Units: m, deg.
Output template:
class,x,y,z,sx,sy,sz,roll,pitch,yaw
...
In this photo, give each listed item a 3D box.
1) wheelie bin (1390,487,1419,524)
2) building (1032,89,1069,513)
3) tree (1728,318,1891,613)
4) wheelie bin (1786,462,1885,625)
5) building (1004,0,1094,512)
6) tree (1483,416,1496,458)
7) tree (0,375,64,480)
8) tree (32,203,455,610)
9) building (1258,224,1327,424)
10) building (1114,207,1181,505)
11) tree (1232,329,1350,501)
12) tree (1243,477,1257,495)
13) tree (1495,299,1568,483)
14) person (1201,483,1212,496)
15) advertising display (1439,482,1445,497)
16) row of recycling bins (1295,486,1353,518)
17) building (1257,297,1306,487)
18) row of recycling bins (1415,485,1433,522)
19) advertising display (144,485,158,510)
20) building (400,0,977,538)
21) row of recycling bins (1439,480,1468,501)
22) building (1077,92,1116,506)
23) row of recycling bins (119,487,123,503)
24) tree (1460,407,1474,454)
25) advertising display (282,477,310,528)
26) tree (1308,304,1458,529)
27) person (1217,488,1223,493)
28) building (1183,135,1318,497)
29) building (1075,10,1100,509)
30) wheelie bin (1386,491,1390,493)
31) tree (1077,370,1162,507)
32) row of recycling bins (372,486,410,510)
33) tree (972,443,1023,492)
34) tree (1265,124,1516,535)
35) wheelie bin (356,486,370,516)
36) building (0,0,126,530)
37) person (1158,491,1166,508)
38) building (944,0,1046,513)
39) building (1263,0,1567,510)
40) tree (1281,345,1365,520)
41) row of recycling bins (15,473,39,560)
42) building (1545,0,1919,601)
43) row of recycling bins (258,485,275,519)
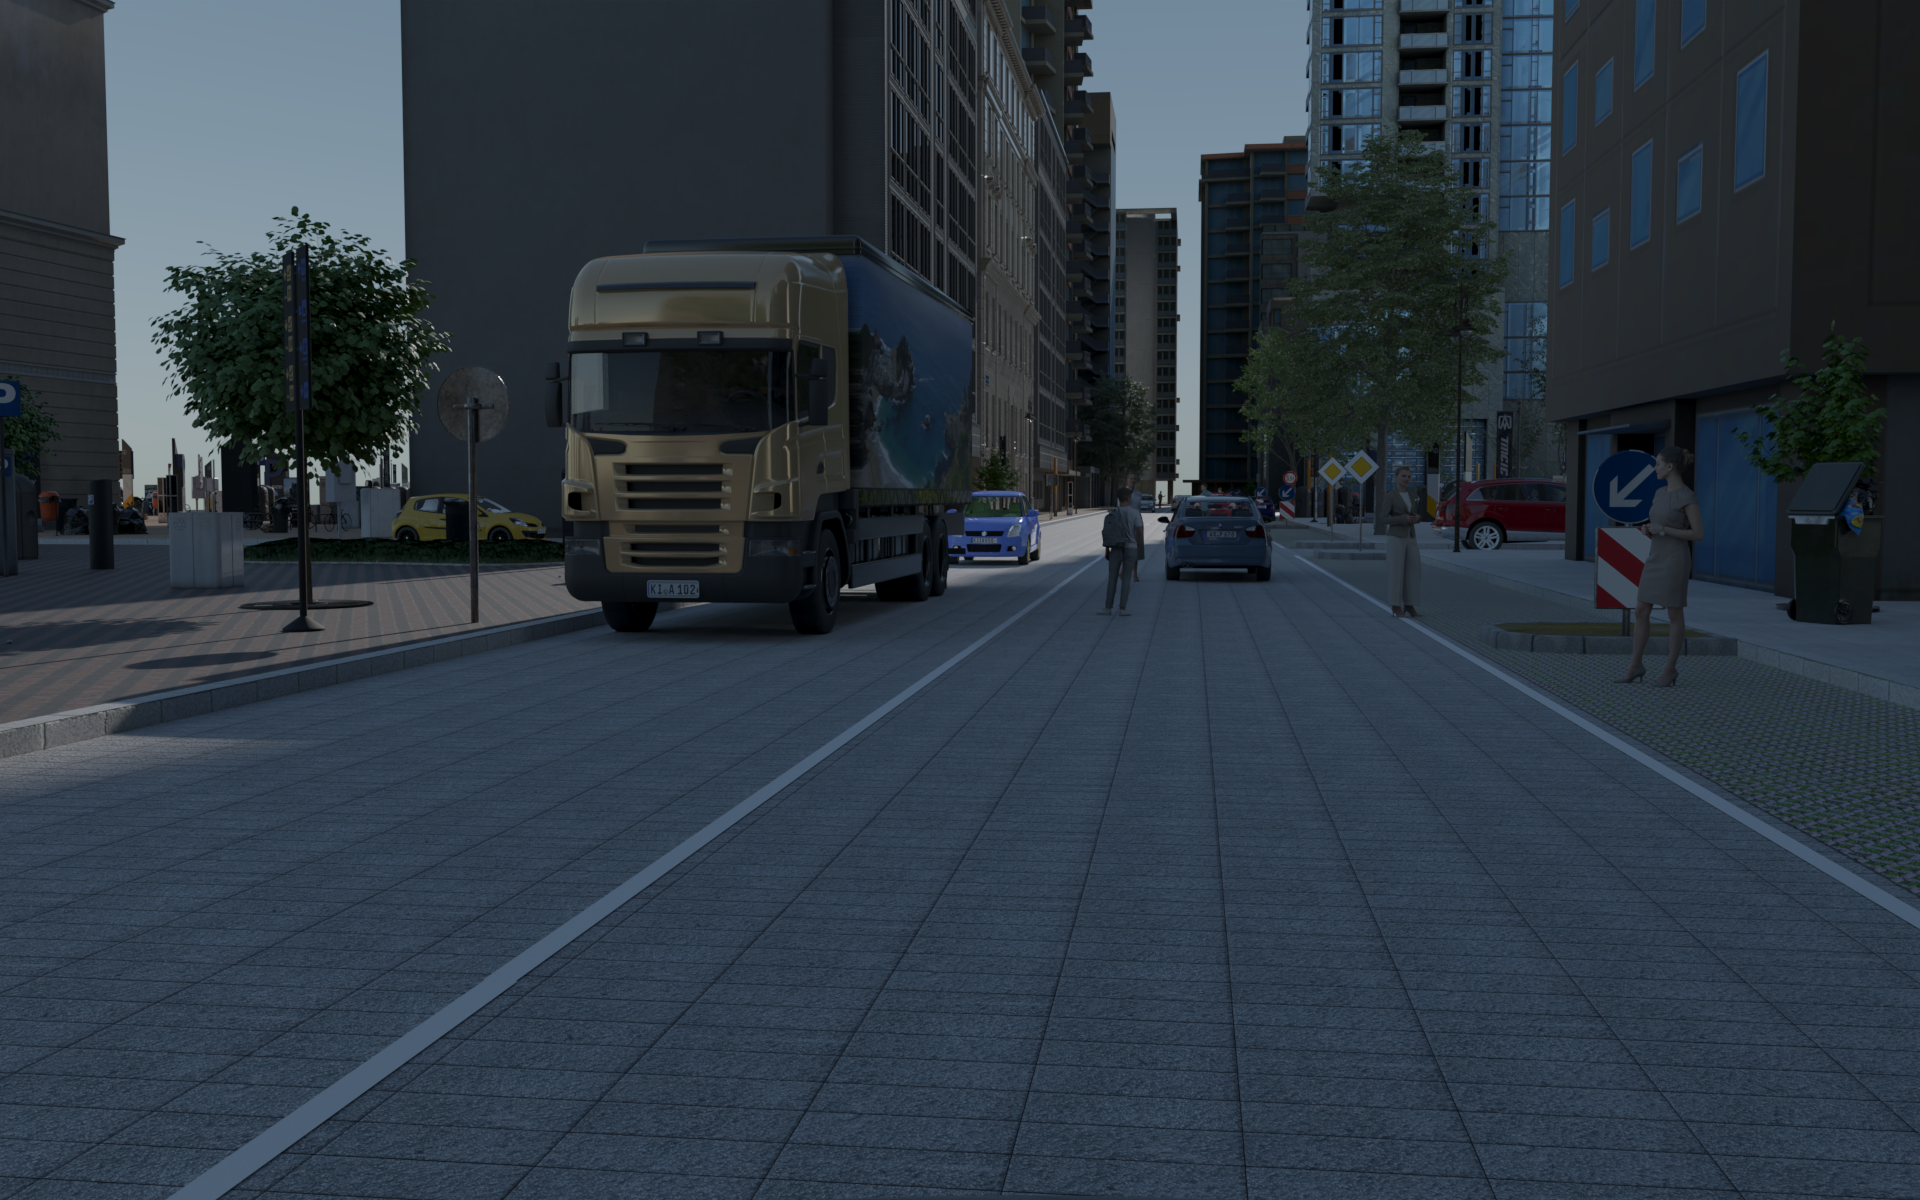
class,x,y,z,sx,sy,sz,roll,pitch,yaw
wheelie bin,19.256,-4.077,74.574,0.980,1.594,0.693,-1,4,-16
building,-1.073,-19.342,109.756,14.314,27.812,24.014,0,4,8
tree,9.683,-1.502,19.154,1.663,3.219,1.824,0,3,0
wheelie bin,8.718,-0.573,17.277,0.693,1.594,0.980,-1,4,-18
building,-0.900,-29.579,138.233,22.147,44.769,28.867,0,4,8
tree,37.248,-10.092,115.371,4.360,8.622,3.978,0,3,0
tree,-22.750,-3.464,40.349,4.285,4.588,4.351,0,3,0
tree,-7.434,-2.208,19.808,4.285,4.588,4.351,0,3,0
building,39.230,-25.371,186.509,14.160,30.474,14.107,0,4,8
building,16.192,-32.456,222.538,23.993,40.220,32.217,0,4,8
tree,20.766,-11.139,107.872,9.928,11.665,9.643,0,3,0
tree,33.058,-12.415,197.589,1.663,3.219,1.824,0,3,0
tree,21.759,-6.797,61.485,4.360,8.622,3.978,0,3,0
person,8.844,-3.260,61.826,0.620,1.820,0.660,-2,4,-35
advertising display,26.280,-5.537,95.742,0.974,1.923,0.123,1,4,15
row of recycling bins,19.749,-5.327,94.214,3.534,1.692,1.069,-2,4,-24
building,42.846,-19.548,164.650,27.650,21.520,28.899,0,4,8
row of recycling bins,21.749,-4.496,80.624,1.069,1.692,3.534,0,4,6
advertising display,-54.800,-6.864,117.434,0.974,1.923,0.123,0,4,8
building,-7.661,-16.362,61.032,14.314,27.812,24.014,0,4,8
row of recycling bins,15.794,-2.645,50.351,3.534,1.692,1.069,-1,4,-13
building,9.667,-33.059,190.625,14.200,45.320,14.600,0,4,8
row of recycling bins,-39.478,-4.459,80.013,1.069,1.692,3.534,0,4,-8
tree,27.767,-9.230,101.266,4.737,8.622,4.395,0,3,0
advertising display,-25.273,-3.716,65.970,0.974,1.923,0.123,-1,4,-9
tree,15.016,-6.909,63.329,4.737,8.622,4.395,0,3,0
person,17.133,-6.486,114.458,0.656,1.842,0.836,-1,4,-14
building,42.296,-34.233,214.326,28.867,44.769,22.147,0,4,8
building,2.814,-44.321,162.892,20.563,71.187,20.611,0,4,8
wheelie bin,27.695,-6.326,111.332,0.693,1.594,0.980,1,4,22
tree,15.907,-16.611,178.239,9.857,13.997,8.962,0,3,0
row of recycling bins,-30.081,-5.207,92.244,3.534,1.692,1.069,2,4,26
tree,1.281,-4.352,65.749,1.663,3.219,1.824,0,3,0
tree,13.519,-8.286,53.607,7.486,12.596,7.792,0,3,0
wheelie bin,-23.157,-3.619,67.084,0.693,1.594,0.980,2,4,32
building,-42.367,-16.770,60.087,20.117,28.700,13.634,0,4,8
person,20.824,-10.372,178.610,0.750,1.759,0.617,-1,4,-17
building,-3.039,-17.609,85.162,12.463,27.353,25.104,0,4,8
building,35.774,-50.200,133.448,22.319,86.520,31.000,0,4,8
tree,17.459,-8.179,84.081,4.360,8.622,3.978,0,3,0
row of recycling bins,-19.669,-1.689,34.725,3.534,1.692,1.069,3,4,37
building,17.526,-22.945,25.263,14.600,45.320,14.200,0,4,8
row of recycling bins,-33.152,-4.527,81.134,1.069,1.692,3.534,0,4,5
